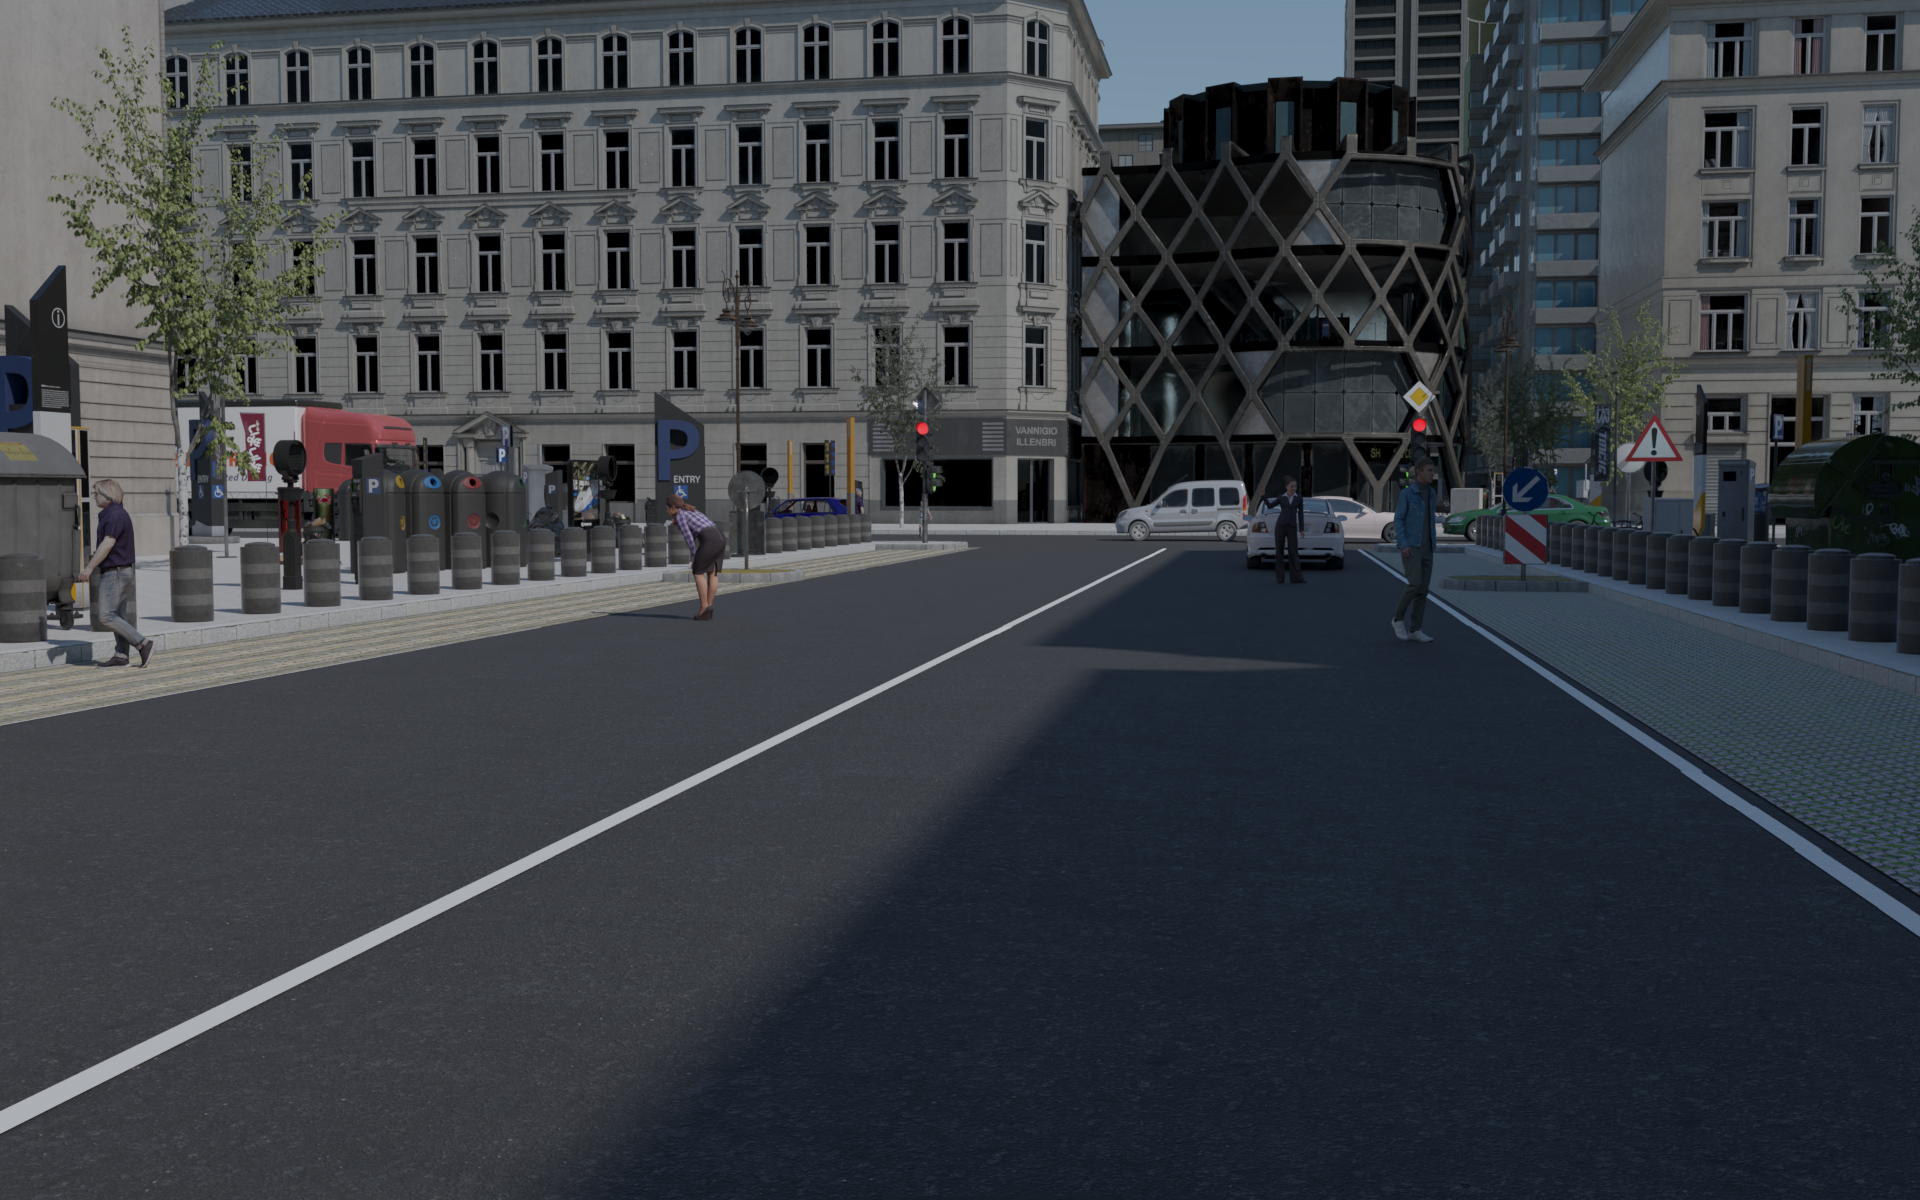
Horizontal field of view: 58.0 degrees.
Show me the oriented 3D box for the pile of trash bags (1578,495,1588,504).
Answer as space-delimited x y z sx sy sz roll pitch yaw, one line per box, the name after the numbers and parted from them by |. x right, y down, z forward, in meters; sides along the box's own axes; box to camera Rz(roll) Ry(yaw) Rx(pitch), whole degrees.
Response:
39.870 -6.082 109.198 3.447 1.369 1.912 -1 4 -12 | pile of trash bags

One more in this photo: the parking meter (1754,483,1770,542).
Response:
18.687 -1.958 40.421 0.372 1.533 0.369 0 3 0 | parking meter

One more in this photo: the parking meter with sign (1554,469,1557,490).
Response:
40.352 -7.559 119.857 1.738 3.016 0.543 3 5 43 | parking meter with sign

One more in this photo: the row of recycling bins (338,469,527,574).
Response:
-8.787 -1.353 29.232 1.069 1.692 3.534 2 4 31 | row of recycling bins

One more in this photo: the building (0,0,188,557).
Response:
-26.332 -10.331 33.541 19.286 19.102 10.561 1 4 10 | building

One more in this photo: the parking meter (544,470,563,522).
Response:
-9.884 -2.227 42.122 0.399 1.863 0.255 1 4 9 | parking meter

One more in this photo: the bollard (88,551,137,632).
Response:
-7.954 -0.094 16.256 0.404 0.777 0.398 0 3 0 | bollard

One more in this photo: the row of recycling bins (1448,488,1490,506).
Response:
35.915 -7.045 122.303 3.534 1.692 1.069 -2 4 -26 | row of recycling bins

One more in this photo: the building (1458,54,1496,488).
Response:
54.365 -29.355 163.554 14.154 41.232 14.086 1 4 10 | building

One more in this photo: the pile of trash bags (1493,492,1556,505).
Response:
30.233 -5.085 92.892 3.447 1.369 1.912 1 4 18 | pile of trash bags

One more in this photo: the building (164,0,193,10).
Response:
-52.519 -19.004 88.207 29.804 29.767 11.434 1 4 10 | building

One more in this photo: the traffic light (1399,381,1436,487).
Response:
11.364 -3.311 43.048 0.839 4.253 0.868 1 4 10 | traffic light

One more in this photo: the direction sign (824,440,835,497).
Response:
-5.464 -4.942 72.804 0.379 3.537 0.876 2 4 25 | direction sign

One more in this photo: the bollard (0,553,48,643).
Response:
-8.168 -0.021 15.058 0.404 0.777 0.398 0 3 0 | bollard

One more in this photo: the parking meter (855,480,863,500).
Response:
-4.051 -3.867 68.929 0.399 1.863 0.255 -1 4 -9 | parking meter

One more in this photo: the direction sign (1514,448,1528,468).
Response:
27.886 -5.762 86.212 0.379 3.537 0.876 -2 4 -30 | direction sign

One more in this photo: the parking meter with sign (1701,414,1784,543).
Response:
17.259 -2.583 38.497 0.543 3.016 1.738 -3 5 -44 | parking meter with sign

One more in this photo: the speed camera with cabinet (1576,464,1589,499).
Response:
41.150 -7.282 113.391 2.038 3.252 0.660 -3 5 -39 | speed camera with cabinet

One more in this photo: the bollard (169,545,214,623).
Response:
-7.736 -0.166 17.438 0.404 0.777 0.398 0 3 0 | bollard

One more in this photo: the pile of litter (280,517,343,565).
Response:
-11.990 -1.084 31.687 1.176 0.858 1.719 -3 4 -38 | pile of litter

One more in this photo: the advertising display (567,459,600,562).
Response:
-7.089 -1.679 32.662 0.123 1.923 0.974 1 4 19 | advertising display

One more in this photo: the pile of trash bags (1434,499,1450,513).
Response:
33.466 -6.621 117.998 1.912 1.369 3.447 -1 4 -19 | pile of trash bags

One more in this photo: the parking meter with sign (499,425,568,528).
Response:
-10.835 -2.953 44.535 1.738 3.016 0.543 -3 4 -37 | parking meter with sign

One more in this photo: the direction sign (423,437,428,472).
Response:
-21.426 -4.739 69.484 0.379 3.537 0.876 0 4 -8 | direction sign

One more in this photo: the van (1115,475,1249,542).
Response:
6.822 -2.823 53.160 4.112 2.044 2.013 1 4 9 | van

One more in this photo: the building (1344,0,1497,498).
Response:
62.092 -48.603 232.915 20.611 71.187 20.563 1 4 10 | building

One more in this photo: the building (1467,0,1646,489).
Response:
54.779 -31.868 140.646 23.786 49.044 30.456 1 4 10 | building

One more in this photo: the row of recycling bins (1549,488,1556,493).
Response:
36.376 -6.362 111.129 3.534 1.692 1.069 1 4 10 | row of recycling bins

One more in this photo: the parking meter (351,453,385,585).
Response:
-8.392 -1.152 24.553 0.255 1.863 0.399 3 4 38 | parking meter

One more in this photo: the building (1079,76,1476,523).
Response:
14.570 -12.944 79.090 16.811 18.784 16.820 1 4 10 | building

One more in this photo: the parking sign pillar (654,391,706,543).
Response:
-7.364 -3.493 45.579 1.447 3.967 1.447 -1 4 -12 | parking sign pillar

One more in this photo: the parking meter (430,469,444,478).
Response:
-12.071 -2.099 40.026 0.255 1.863 0.399 0 4 -5 | parking meter

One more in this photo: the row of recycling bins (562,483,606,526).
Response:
-14.606 -3.644 66.692 1.069 1.692 3.534 1 4 11 | row of recycling bins

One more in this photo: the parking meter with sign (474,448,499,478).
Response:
-18.123 -4.251 65.759 1.738 3.016 0.543 1 4 18 | parking meter with sign

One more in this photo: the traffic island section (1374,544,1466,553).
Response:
11.401 -1.277 43.155 2.009 0.180 2.903 1 4 10 | traffic island section

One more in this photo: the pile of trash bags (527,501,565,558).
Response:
-9.486 -1.570 35.415 1.912 1.369 3.447 -3 5 -45 | pile of trash bags

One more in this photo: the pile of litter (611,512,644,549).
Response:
-7.908 -1.658 41.066 1.719 0.858 1.176 3 5 39 | pile of litter

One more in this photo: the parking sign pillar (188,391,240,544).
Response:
-19.511 -3.454 44.947 1.447 3.967 1.447 -3 5 -45 | parking sign pillar

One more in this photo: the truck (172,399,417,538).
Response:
-21.443 -3.899 52.659 11.283 4.237 2.839 1 4 12 | truck

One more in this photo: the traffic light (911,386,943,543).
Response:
-0.899 -3.446 45.261 0.839 4.253 0.868 1 4 10 | traffic light

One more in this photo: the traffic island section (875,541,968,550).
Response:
-0.936 -1.414 45.403 2.009 0.180 2.903 1 4 10 | traffic island section

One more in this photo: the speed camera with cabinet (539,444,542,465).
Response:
-16.252 -4.512 68.105 0.660 3.252 2.038 -1 4 -17 | speed camera with cabinet

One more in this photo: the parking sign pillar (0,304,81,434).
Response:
-13.002 -2.197 24.386 1.447 3.967 1.447 2 4 24 | parking sign pillar

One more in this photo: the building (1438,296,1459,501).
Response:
56.421 -24.854 178.067 14.160 30.474 14.107 1 4 10 | building

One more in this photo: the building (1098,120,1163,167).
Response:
24.384 -40.067 244.339 27.495 52.752 28.713 1 4 10 | building

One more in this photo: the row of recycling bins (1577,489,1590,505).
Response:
45.527 -7.144 123.924 1.069 1.692 3.534 -2 4 -24 | row of recycling bins

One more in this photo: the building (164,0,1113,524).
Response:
-15.509 -18.791 83.650 44.131 29.872 17.030 1 4 10 | building

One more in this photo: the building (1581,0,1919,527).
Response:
43.053 -14.651 72.821 30.059 22.955 16.112 1 4 10 | building
